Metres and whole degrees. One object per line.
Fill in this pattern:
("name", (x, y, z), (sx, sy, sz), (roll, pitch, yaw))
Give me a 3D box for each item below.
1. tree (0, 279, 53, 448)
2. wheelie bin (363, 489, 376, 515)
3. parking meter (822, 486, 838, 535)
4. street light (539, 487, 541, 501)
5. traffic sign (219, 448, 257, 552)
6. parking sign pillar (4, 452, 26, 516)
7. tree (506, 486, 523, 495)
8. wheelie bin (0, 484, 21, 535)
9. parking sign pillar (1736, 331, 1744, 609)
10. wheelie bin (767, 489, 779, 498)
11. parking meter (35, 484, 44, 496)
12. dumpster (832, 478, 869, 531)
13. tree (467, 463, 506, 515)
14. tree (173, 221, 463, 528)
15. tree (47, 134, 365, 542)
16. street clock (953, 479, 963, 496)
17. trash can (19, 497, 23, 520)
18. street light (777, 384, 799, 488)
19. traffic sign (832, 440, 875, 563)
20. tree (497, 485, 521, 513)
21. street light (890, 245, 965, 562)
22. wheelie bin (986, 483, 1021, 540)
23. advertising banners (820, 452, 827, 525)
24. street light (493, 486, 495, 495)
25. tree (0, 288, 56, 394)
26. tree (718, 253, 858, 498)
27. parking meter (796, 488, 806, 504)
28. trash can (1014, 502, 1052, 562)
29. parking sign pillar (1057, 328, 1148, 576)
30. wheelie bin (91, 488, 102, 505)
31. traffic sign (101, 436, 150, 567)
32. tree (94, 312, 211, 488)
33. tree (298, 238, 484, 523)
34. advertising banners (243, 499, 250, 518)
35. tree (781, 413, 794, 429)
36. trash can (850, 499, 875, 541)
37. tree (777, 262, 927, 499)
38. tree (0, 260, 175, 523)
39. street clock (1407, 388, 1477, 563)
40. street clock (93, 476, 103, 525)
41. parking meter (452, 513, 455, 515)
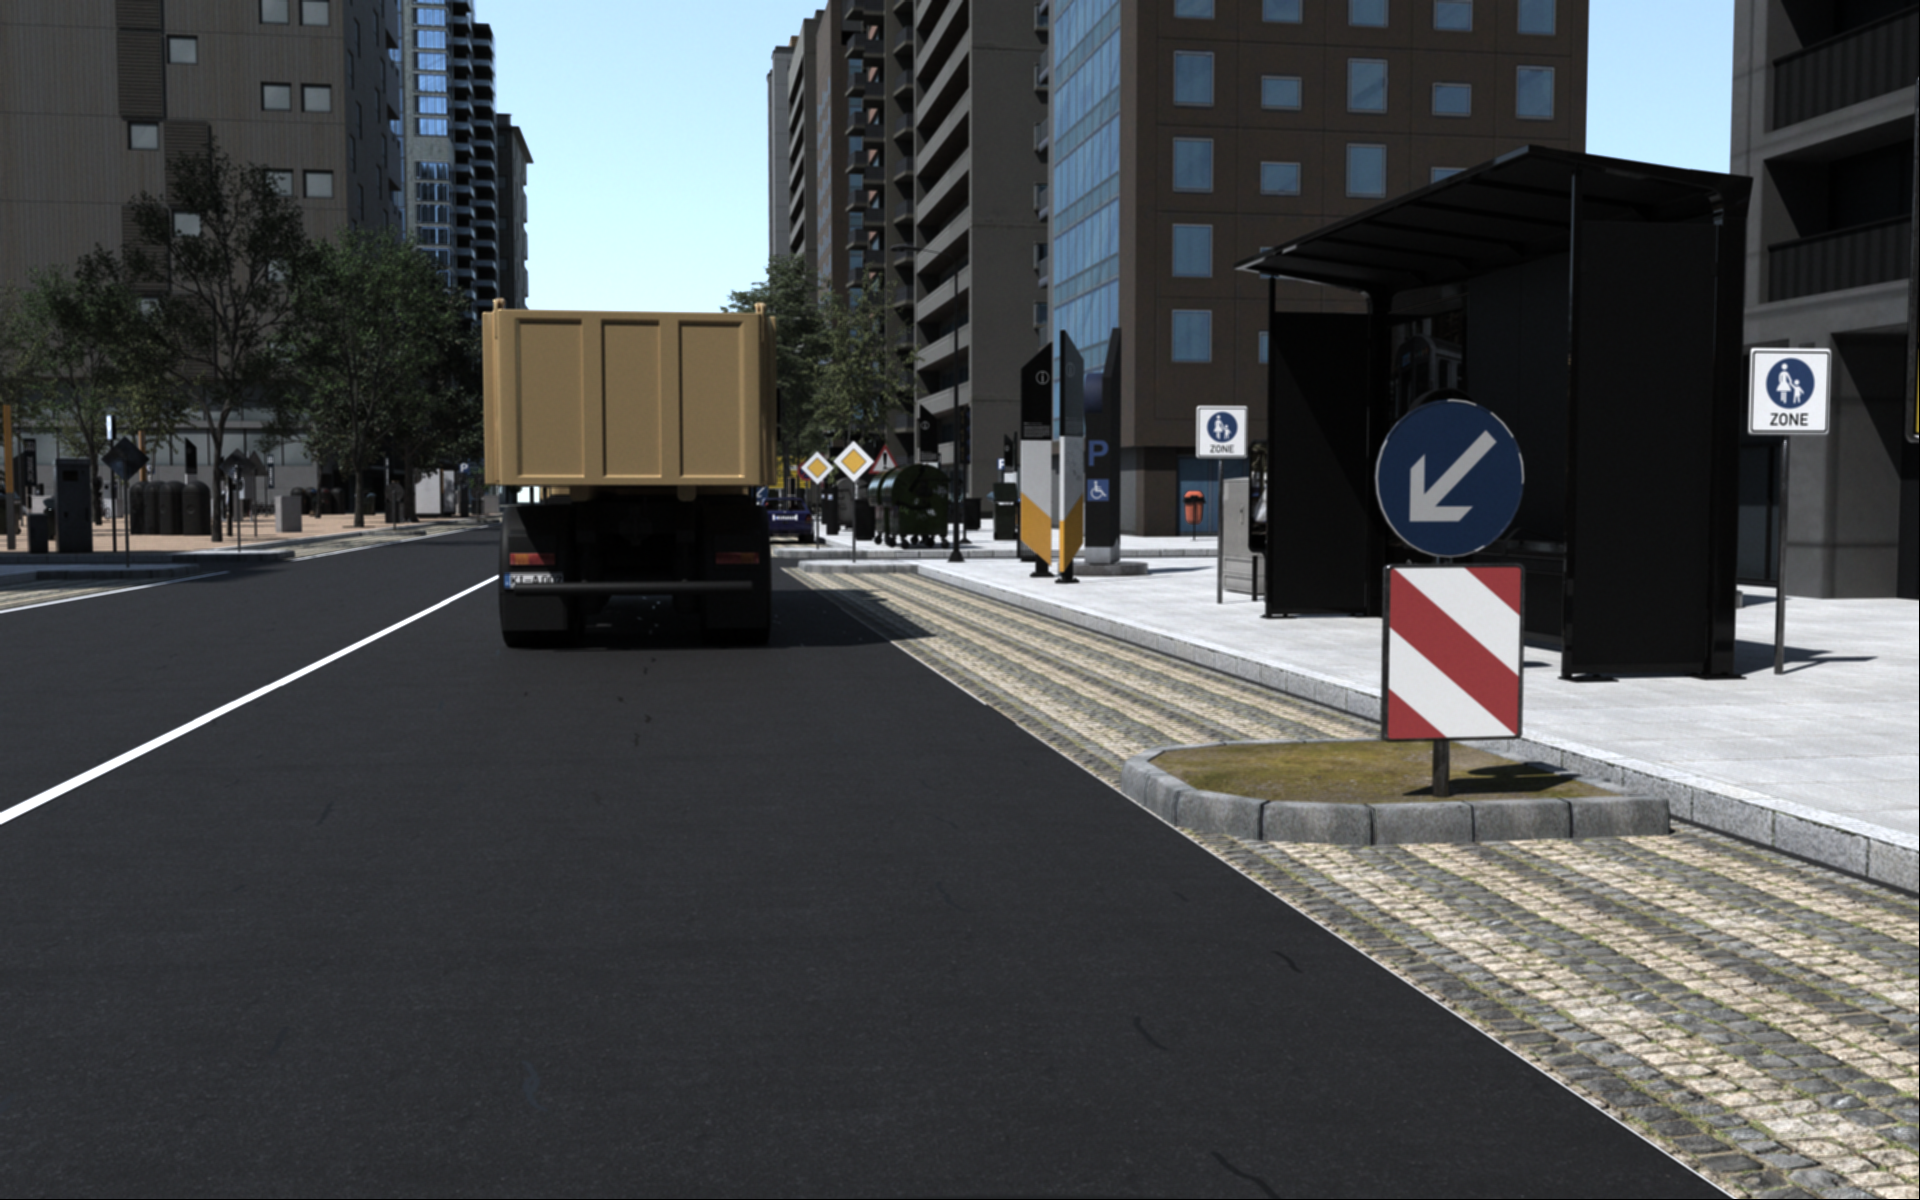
("tree", (-32.415, -6.562, 57.644), (4.737, 8.622, 4.395), (0, 3, 0))
("wheelie bin", (-35.736, -5.916, 104.634), (0.980, 1.594, 0.693), (1, 4, 9))
("parking meter", (-4.003, -2.806, 54.292), (0.372, 1.533, 0.369), (0, 3, 0))
("street light", (-37.002, -11.146, 154.776), (1.470, 5.913, 1.316), (-1, 4, -10))
("traffic sign", (-15.881, -2.108, 38.111), (0.795, 2.450, 0.064), (-1, 4, -10))
("parking sign pillar", (-56.350, -7.040, 103.574), (1.447, 3.967, 1.447), (-1, 4, -21))
("tree", (-34.364, -8.524, 133.974), (1.663, 3.219, 1.824), (0, 3, 0))
("wheelie bin", (-30.059, -2.852, 54.546), (0.693, 1.594, 0.980), (0, 4, -5))
("parking sign pillar", (8.196, -1.914, 19.772), (1.447, 3.967, 1.447), (-2, 4, -35))
("wheelie bin", (-10.129, -5.163, 92.324), (0.980, 1.594, 0.693), (-3, 4, -37))
("parking meter", (-51.185, -5.543, 96.338), (0.399, 1.863, 0.255), (1, 4, 20))
("dumpster", (-3.816, -3.338, 60.333), (1.264, 1.857, 1.865), (-1, 4, -10))
("tree", (-29.657, -6.907, 107.535), (1.663, 3.219, 1.824), (0, 3, 0))
("tree", (-22.939, -8.575, 65.962), (9.928, 11.665, 9.643), (0, 3, 0))
("tree", (-19.923, -6.816, 45.856), (8.767, 10.594, 7.601), (-1, 4, -10))
("street clock", (-0.091, -4.784, 82.793), (0.358, 2.002, 0.471), (3, 5, 42))
("trash can", (-47.030, -4.563, 86.257), (0.748, 1.137, 0.748), (0, 3, 0))
("street light", (-7.333, -6.121, 72.613), (1.470, 5.913, 1.316), (-1, 4, -10))
("traffic sign", (-1.983, -1.754, 32.326), (0.795, 2.450, 0.064), (-1, 4, -10))
("tree", (-31.273, -10.236, 117.728), (4.737, 8.622, 4.395), (0, 3, 0))
("street light", (-0.605, -3.668, 32.509), (1.470, 5.913, 1.316), (-1, 4, -10))
("wheelie bin", (1.210, -2.461, 48.142), (0.980, 1.594, 0.693), (0, 4, -6))
("advertising banners", (-5.441, -4.646, 72.146), (0.090, 3.025, 2.074), (-2, 4, -28))
("street light", (-30.013, -8.621, 113.500), (1.470, 5.913, 1.316), (-1, 4, -10))
("tree", (-29.413, -6.172, 51.277), (4.360, 8.622, 3.978), (0, 3, 0))
("tree", (-8.381, -10.007, 81.746), (7.486, 12.596, 7.792), (0, 3, 0))
("parking meter", (-6.366, -3.727, 69.340), (0.372, 1.533, 0.369), (0, 3, 0))
("trash can", (1.384, -1.299, 32.894), (0.748, 1.137, 0.748), (0, 3, 0))
("parking sign pillar", (2.278, -2.390, 27.557), (1.447, 3.967, 1.447), (1, 4, 12))
("wheelie bin", (-47.634, -5.331, 95.072), (0.693, 1.594, 0.980), (2, 4, 26))
("traffic sign", (-14.554, -1.627, 30.237), (0.795, 2.450, 0.064), (-1, 4, -10))
("tree", (-30.972, -7.087, 66.240), (4.737, 8.622, 4.395), (0, 3, 0))
("tree", (-24.831, -9.852, 78.086), (9.611, 12.733, 9.660), (0, 3, 0))
("advertising banners", (-39.137, -6.058, 95.228), (0.090, 3.025, 2.074), (0, 4, -7))
("tree", (-16.671, -13.563, 132.122), (12.009, 13.543, 11.850), (0, 3, 0))
("trash can", (-2.659, -2.224, 48.011), (0.748, 1.137, 0.748), (0, 3, 0))
("tree", (-3.251, -6.444, 55.714), (4.737, 8.622, 4.395), (0, 3, 0))
("tree", (-39.260, -9.321, 78.153), (9.928, 11.665, 9.643), (0, 3, 0))
("street clock", (3.324, -0.452, 11.959), (0.471, 2.002, 0.358), (0, 4, -1))
("street clock", (-35.445, -4.077, 71.228), (0.358, 2.002, 0.471), (0, 4, -5))
("parking meter", (-31.085, -5.968, 105.989), (0.372, 1.533, 0.369), (0, 3, 0))
